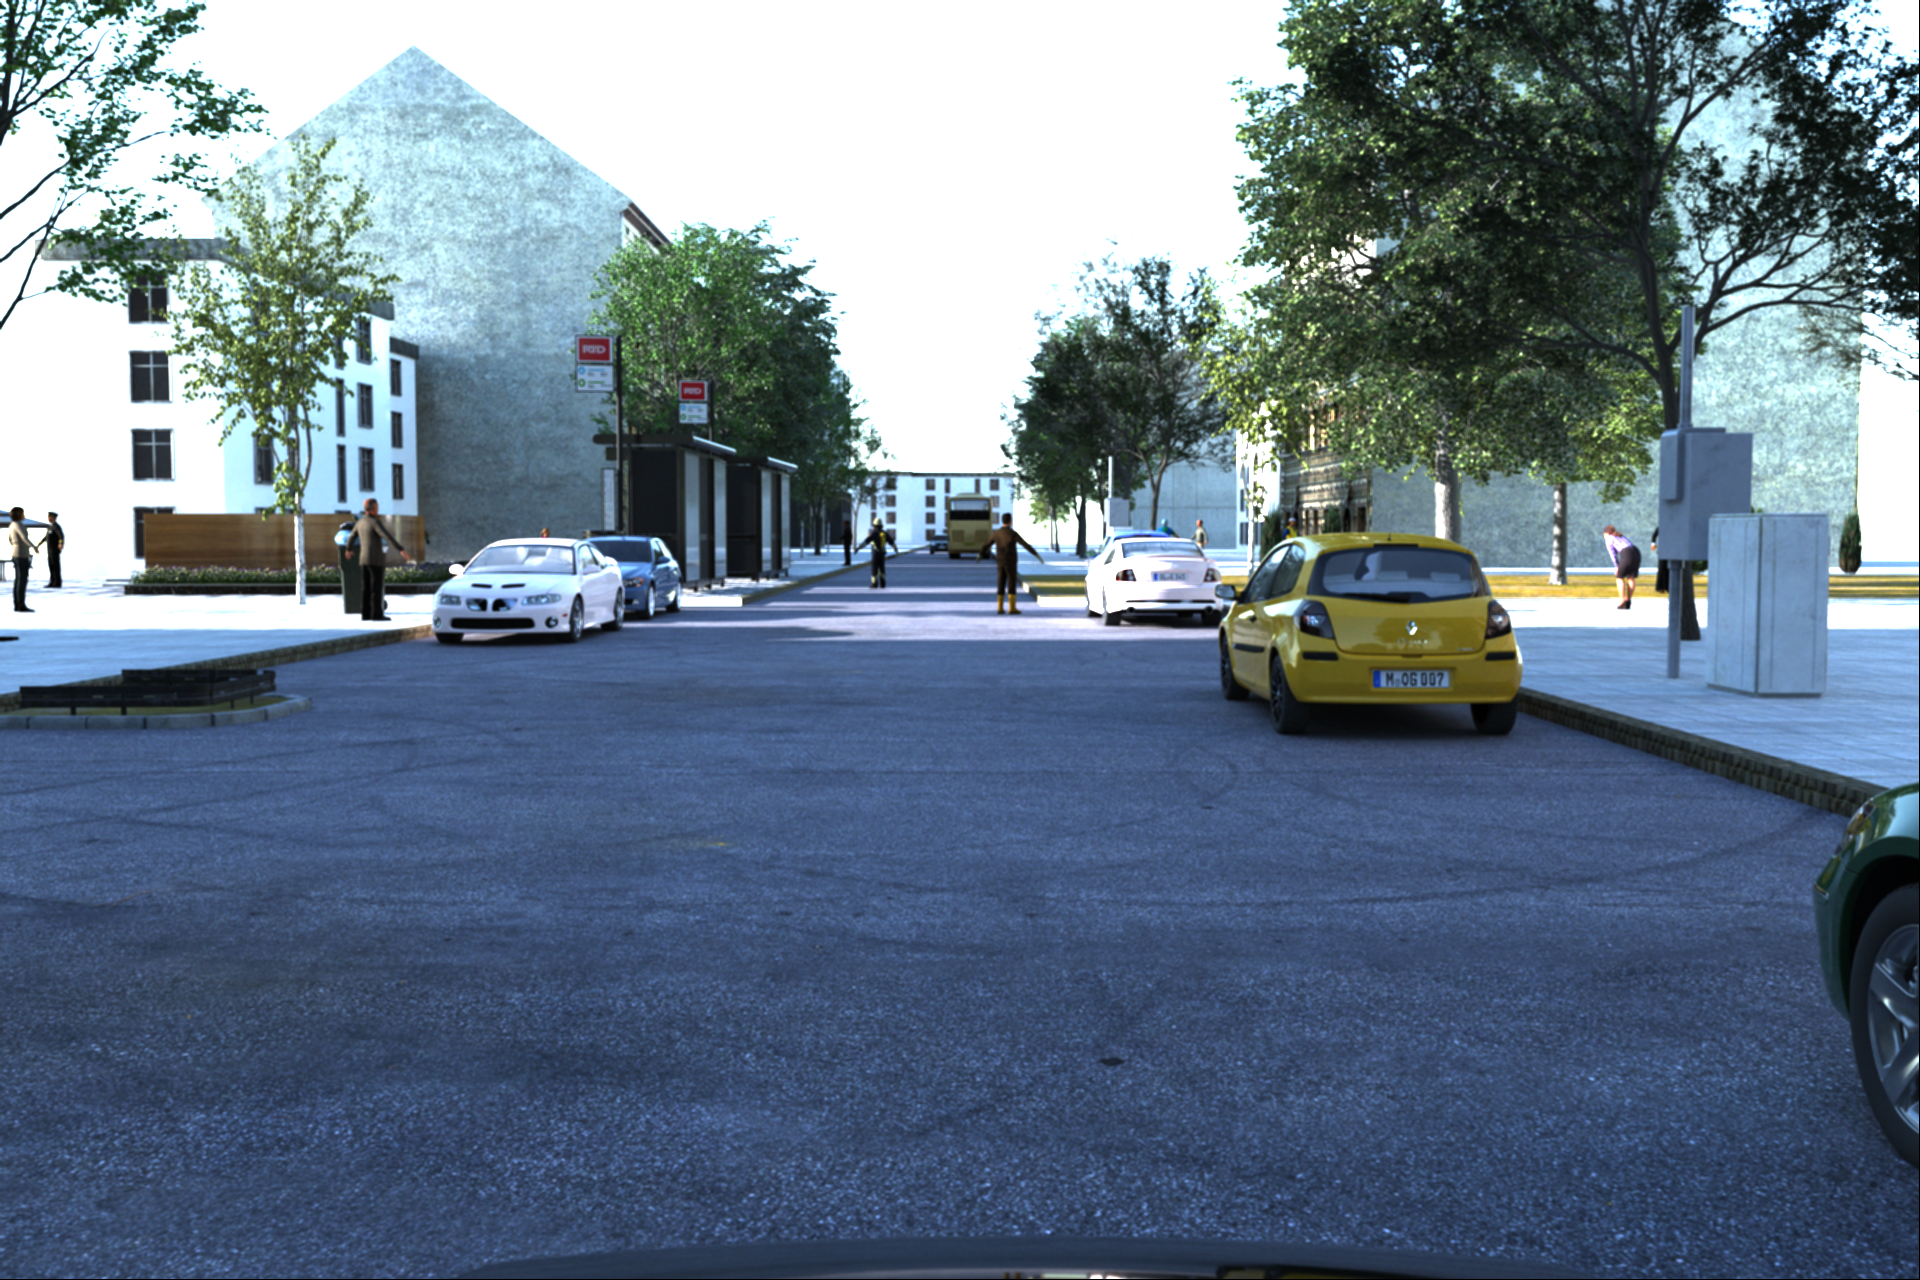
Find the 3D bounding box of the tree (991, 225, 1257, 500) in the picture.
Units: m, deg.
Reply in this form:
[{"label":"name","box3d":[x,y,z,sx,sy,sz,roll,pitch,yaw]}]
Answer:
[{"label":"tree","box3d":[6.584,-9.679,68.623,12.009,13.543,11.850,0,3,0]}]

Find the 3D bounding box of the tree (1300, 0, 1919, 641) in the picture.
[{"label":"tree","box3d":[8.692,-5.295,20.987,8.767,10.594,7.601,-2,4,-24]}]

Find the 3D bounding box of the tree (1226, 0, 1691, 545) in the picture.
[{"label":"tree","box3d":[9.556,-7.751,33.377,9.857,13.997,8.962,0,3,0]}]

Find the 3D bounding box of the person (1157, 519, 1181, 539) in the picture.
[{"label":"person","box3d":[7.296,-3.399,61.700,1.347,1.817,0.704,1,4,8]}]

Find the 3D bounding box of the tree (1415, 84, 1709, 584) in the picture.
[{"label":"tree","box3d":[15.252,-7.723,44.405,7.486,12.596,7.792,0,3,0]}]

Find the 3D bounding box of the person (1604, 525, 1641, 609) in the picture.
[{"label":"person","box3d":[11.253,-1.238,29.512,0.421,1.427,0.697,-2,4,-27]}]

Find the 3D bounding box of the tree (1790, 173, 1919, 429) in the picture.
[{"label":"tree","box3d":[27.038,-8.205,44.527,12.009,13.543,11.850,0,3,0]}]

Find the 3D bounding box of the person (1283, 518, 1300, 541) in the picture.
[{"label":"person","box3d":[11.145,-3.184,58.020,1.349,1.833,0.705,-3,5,-45]}]

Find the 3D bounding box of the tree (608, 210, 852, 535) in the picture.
[{"label":"tree","box3d":[-9.038,-9.850,67.696,9.857,13.997,8.962,0,3,0]}]

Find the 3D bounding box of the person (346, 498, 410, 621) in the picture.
[{"label":"person","box3d":[-8.699,-1.193,25.691,1.348,1.807,0.705,2,4,32]}]

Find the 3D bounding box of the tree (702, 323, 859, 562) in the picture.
[{"label":"tree","box3d":[-8.403,-9.465,80.506,9.928,11.665,9.643,0,3,0]}]

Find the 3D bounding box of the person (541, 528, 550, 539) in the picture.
[{"label":"person","box3d":[-10.547,-2.152,44.457,0.599,1.433,0.991,1,4,23]}]

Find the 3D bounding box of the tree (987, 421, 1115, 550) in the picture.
[{"label":"tree","box3d":[7.289,-13.897,137.582,12.009,13.543,11.850,0,3,0]}]

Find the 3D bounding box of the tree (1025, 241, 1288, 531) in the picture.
[{"label":"tree","box3d":[6.223,-7.449,56.205,8.767,10.594,7.601,0,4,5]}]

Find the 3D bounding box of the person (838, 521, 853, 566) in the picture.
[{"label":"person","box3d":[-4.602,-3.920,70.323,0.704,1.802,1.346,1,4,18]}]

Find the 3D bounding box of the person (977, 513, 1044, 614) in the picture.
[{"label":"person","box3d":[0.858,-1.375,31.076,1.346,1.812,0.704,2,4,29]}]

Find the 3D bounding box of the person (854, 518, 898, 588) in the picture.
[{"label":"person","box3d":[-2.176,-2.300,45.842,1.354,1.856,0.705,-2,4,-35]}]

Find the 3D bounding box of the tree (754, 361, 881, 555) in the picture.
[{"label":"tree","box3d":[-8.643,-10.925,104.381,9.928,11.665,9.643,0,3,0]}]

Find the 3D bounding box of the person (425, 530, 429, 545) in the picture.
[{"label":"person","box3d":[-19.519,-3.462,62.367,1.354,1.858,0.705,2,4,34]}]

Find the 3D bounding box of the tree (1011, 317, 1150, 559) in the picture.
[{"label":"tree","box3d":[6.086,-10.557,90.741,7.486,12.596,7.792,0,3,0]}]

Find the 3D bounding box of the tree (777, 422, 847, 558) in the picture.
[{"label":"tree","box3d":[-8.246,-8.705,92.691,4.737,8.622,4.395,0,3,0]}]

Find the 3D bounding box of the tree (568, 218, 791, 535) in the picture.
[{"label":"tree","box3d":[-9.278,-8.025,56.967,9.928,11.665,9.643,0,3,0]}]

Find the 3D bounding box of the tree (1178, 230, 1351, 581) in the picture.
[{"label":"tree","box3d":[7.507,-5.664,42.964,4.737,8.622,4.395,0,3,0]}]

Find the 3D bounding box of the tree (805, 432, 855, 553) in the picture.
[{"label":"tree","box3d":[-8.810,-10.118,115.785,4.360,8.622,3.978,0,3,0]}]

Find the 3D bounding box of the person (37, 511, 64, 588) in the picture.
[{"label":"person","box3d":[-21.669,-2.166,41.344,1.347,1.837,0.705,3,4,39]}]

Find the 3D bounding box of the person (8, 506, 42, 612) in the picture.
[{"label":"person","box3d":[-15.403,-1.332,28.540,1.215,1.744,0.721,3,5,45]}]

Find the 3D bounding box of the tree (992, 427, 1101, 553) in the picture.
[{"label":"tree","box3d":[6.444,-11.289,118.993,7.601,10.594,8.767,2,4,32]}]

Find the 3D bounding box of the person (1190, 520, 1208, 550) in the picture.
[{"label":"person","box3d":[8.778,-3.501,63.517,0.705,1.796,1.348,-1,4,-21]}]

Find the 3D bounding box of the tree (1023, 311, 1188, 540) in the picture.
[{"label":"tree","box3d":[6.719,-9.446,80.195,9.928,11.665,9.643,0,3,0]}]

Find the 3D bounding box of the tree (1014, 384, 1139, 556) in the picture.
[{"label":"tree","box3d":[7.093,-10.871,103.499,9.928,11.665,9.643,0,3,0]}]

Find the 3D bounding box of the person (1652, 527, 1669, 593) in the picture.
[{"label":"person","box3d":[15.355,-1.887,37.571,1.216,1.740,0.721,-3,4,-36]}]

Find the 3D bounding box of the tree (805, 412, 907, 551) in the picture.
[{"label":"tree","box3d":[-8.191,-12.150,133.066,8.767,10.594,7.601,0,4,1]}]
